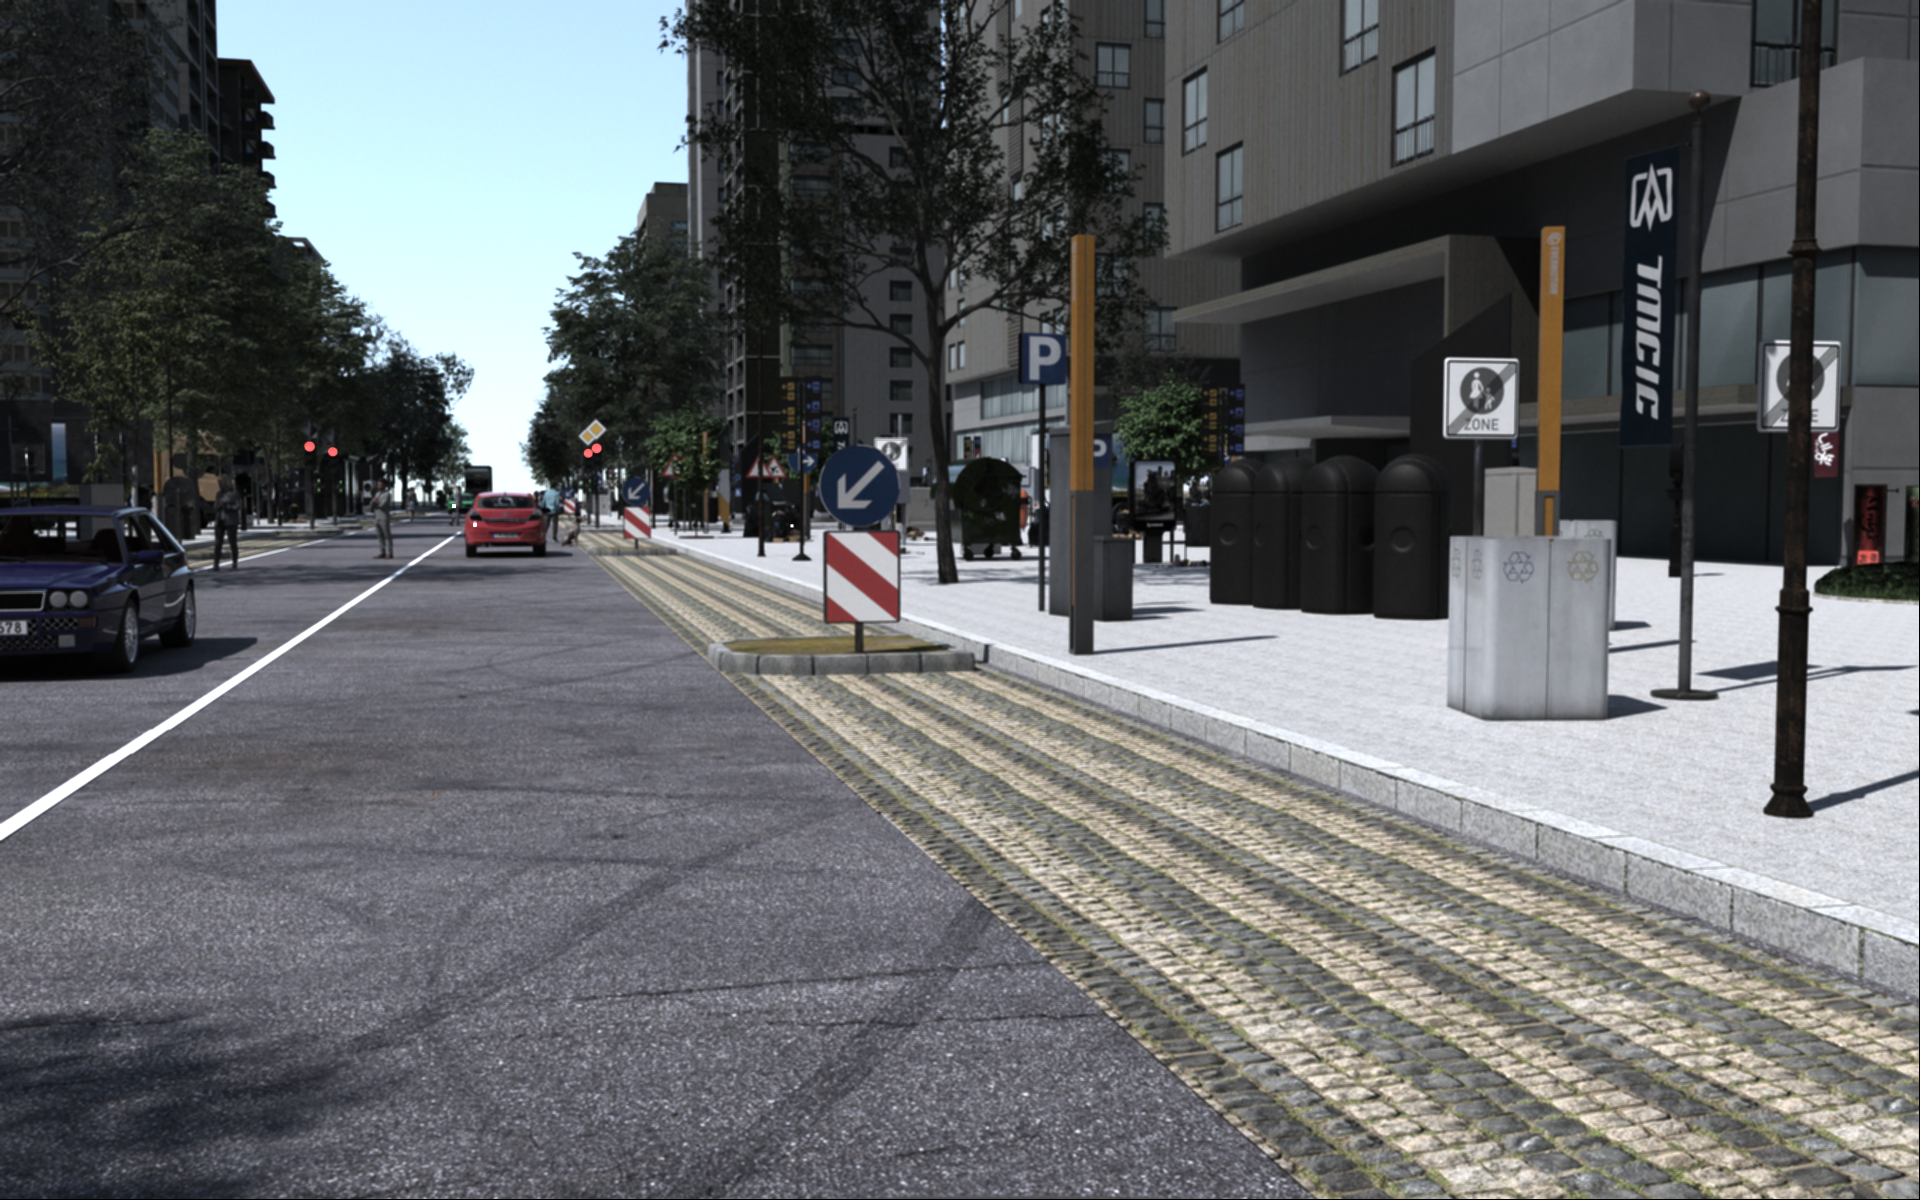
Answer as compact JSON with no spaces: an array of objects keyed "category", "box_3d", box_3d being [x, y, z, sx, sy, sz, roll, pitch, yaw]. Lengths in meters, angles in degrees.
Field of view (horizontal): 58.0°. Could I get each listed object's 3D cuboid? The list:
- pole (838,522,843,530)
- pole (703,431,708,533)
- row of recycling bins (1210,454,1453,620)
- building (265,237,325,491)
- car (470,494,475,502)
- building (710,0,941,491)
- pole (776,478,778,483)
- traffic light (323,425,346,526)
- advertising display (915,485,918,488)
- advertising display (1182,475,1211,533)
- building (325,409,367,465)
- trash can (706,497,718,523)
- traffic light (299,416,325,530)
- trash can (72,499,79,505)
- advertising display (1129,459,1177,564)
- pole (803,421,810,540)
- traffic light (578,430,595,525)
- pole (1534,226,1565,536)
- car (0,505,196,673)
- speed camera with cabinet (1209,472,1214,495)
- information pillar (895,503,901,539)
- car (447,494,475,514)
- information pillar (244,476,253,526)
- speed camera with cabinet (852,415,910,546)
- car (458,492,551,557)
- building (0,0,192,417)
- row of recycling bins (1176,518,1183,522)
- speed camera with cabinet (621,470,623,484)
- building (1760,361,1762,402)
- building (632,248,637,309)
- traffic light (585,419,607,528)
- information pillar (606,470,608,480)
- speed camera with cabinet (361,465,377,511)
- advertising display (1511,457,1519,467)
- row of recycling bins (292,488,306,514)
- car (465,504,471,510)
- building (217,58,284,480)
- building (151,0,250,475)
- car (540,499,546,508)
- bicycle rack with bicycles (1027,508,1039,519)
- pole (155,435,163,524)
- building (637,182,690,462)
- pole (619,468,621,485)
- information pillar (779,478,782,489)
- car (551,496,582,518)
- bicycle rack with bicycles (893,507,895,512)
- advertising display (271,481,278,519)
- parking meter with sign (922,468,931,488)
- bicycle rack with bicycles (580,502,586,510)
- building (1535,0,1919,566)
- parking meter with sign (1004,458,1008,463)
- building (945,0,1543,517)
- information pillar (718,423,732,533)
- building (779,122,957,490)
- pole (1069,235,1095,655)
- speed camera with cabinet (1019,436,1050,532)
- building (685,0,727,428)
[{"category":"pole","box_3d":[-4.292,-4.175,62.097,0.158,3.312,0.155,0,3,0]},{"category":"pole","box_3d":[-8.301,-3.831,56.486,0.158,3.312,0.155,0,3,0]},{"category":"row of recycling bins","box_3d":[4.003,-0.735,19.135,1.069,1.692,3.534,-2,4,-30]},{"category":"building","box_3d":[-102.392,-33.598,241.207,32.217,40.220,23.993,-1,4,-14]},{"category":"car","box_3d":[-42.247,-8.329,148.178,2.014,1.417,4.499,-1,4,-13]},{"category":"building","box_3d":[-14.224,-44.893,172.258,20.563,71.187,20.611,-1,4,-14]},{"category":"pole","box_3d":[-10.798,-6.626,102.184,0.158,3.312,0.155,0,3,0]},{"category":"traffic light","box_3d":[-25.259,-4.956,69.946,0.839,4.253,0.868,-1,4,-14]},{"category":"advertising display","box_3d":[-3.030,-7.045,120.403,0.123,1.923,0.974,0,4,6]},{"category":"advertising display","box_3d":[7.737,-3.152,56.742,0.974,1.923,0.123,2,4,32]},{"category":"building","box_3d":[-107.467,-25.883,268.233,27.650,21.520,28.899,-1,4,-14]},{"category":"trash can","box_3d":[-10.914,-3.935,75.998,0.748,1.137,0.748,0,3,0]},{"category":"traffic light","box_3d":[-23.286,-4.482,62.207,0.839,4.253,0.868,-1,4,-14]},{"category":"trash can","box_3d":[-23.569,-2.152,46.832,0.748,1.137,0.748,0,3,0]},{"category":"advertising display","box_3d":[3.568,-1.639,32.005,0.974,1.923,0.123,-2,4,-28]},{"category":"pole","box_3d":[-4.280,-3.324,48.195,0.158,3.312,0.155,0,3,0]},{"category":"traffic light","box_3d":[-15.561,-5.107,72.425,0.839,4.253,0.868,-1,4,-14]},{"category":"pole","box_3d":[4.535,-1.193,13.342,0.158,3.312,0.155,0,3,0]},{"category":"car","box_3d":[-7.772,-0.140,14.863,1.945,1.354,3.894,-1,4,-14]},{"category":"speed camera with cabinet","box_3d":[9.614,-4.528,68.370,0.660,3.252,2.038,1,4,18]},{"category":"information pillar","box_3d":[-1.695,-2.750,49.449,0.304,2.012,0.304,0,4,6]},{"category":"car","box_3d":[-35.510,-7.001,123.258,1.959,1.807,4.718,-1,4,-15]},{"category":"information pillar","box_3d":[-28.346,-3.940,68.914,0.304,2.012,0.304,-3,5,-43]},{"category":"speed camera with cabinet","box_3d":[-2.013,-3.021,43.725,0.660,3.252,2.038,-2,4,-33]},{"category":"car","box_3d":[-10.724,-1.943,40.811,2.155,1.783,4.494,-1,4,-15]},{"category":"building","box_3d":[-69.315,-26.334,122.443,32.217,40.220,23.993,-1,4,-14]},{"category":"row of recycling bins","box_3d":[9.969,-4.465,80.123,1.069,1.692,3.534,-2,4,-31]},{"category":"speed camera with cabinet","box_3d":[-27.349,-9.090,142.965,0.660,3.252,2.038,-3,5,-43]},{"category":"building","box_3d":[43.952,-25.962,108.066,14.086,41.232,14.154,-1,4,-14]},{"category":"building","box_3d":[-43.468,-38.968,291.747,22.147,44.769,28.867,-1,4,-14]},{"category":"traffic light","box_3d":[-13.588,-4.634,64.687,0.839,4.253,0.868,-1,4,-14]},{"category":"information pillar","box_3d":[-29.450,-9.397,145.001,0.504,3.616,0.183,3,4,38]},{"category":"speed camera with cabinet","box_3d":[-40.299,-7.474,116.532,2.038,3.252,0.660,1,4,15]},{"category":"advertising display","box_3d":[9.636,-1.552,30.588,0.123,1.923,0.974,0,4,-1]},{"category":"row of recycling bins","box_3d":[-42.248,-6.368,111.223,1.069,1.692,3.534,-1,4,-9]},{"category":"car","box_3d":[-16.694,-3.086,62.261,2.131,1.459,4.920,-1,4,-15]},{"category":"building","box_3d":[-79.457,-31.499,169.633,22.147,44.769,28.867,-1,4,-14]},{"category":"building","box_3d":[-71.458,-43.230,145.058,20.563,71.187,20.611,-1,4,-14]},{"category":"car","box_3d":[-35.690,-8.476,151.160,1.945,1.354,3.894,-1,4,-14]},{"category":"bicycle rack with bicycles","box_3d":[3.809,-4.046,79.536,2.925,0.926,2.852,-3,4,-38]},{"category":"pole","box_3d":[-27.697,-4.039,59.881,0.158,3.312,0.155,0,3,0]},{"category":"building","box_3d":[-37.896,-39.284,265.990,21.300,48.544,21.600,-1,4,-14]},{"category":"pole","box_3d":[-23.835,-7.790,121.217,0.158,3.312,0.155,0,3,0]},{"category":"information pillar","box_3d":[-15.152,-9.458,145.990,0.183,3.616,0.504,-2,4,-25]},{"category":"car","box_3d":[-23.683,-5.589,103.961,1.945,1.354,3.894,-1,4,-14]},{"category":"bicycle rack with bicycles","box_3d":[-4.068,-5.013,95.351,2.852,0.926,2.925,1,4,10]},{"category":"advertising display","box_3d":[-38.023,-5.561,96.136,0.123,1.923,0.974,-2,4,-33]},{"category":"parking meter with sign","box_3d":[-2.168,-7.187,113.763,0.543,3.016,1.738,0,4,-6]},{"category":"bicycle rack with bicycles","box_3d":[-29.397,-7.724,139.674,2.925,0.926,2.852,-3,5,-40]},{"category":"building","box_3d":[22.573,-27.820,44.104,28.713,52.752,27.495,-1,4,-14]},{"category":"parking meter with sign","box_3d":[1.427,-5.267,82.375,1.738,3.016,0.543,-3,4,-37]},{"category":"building","box_3d":[14.862,-31.563,105.295,27.495,52.752,28.713,-1,4,-14]},{"category":"information pillar","box_3d":[-7.769,-4.016,57.017,0.183,3.616,0.504,2,4,34]},{"category":"building","box_3d":[-7.569,-22.449,138.743,14.160,30.474,14.107,-1,4,-14]},{"category":"pole","box_3d":[0.971,-1.219,13.779,0.158,3.312,0.155,0,3,0]},{"category":"speed camera with cabinet","box_3d":[2.951,-3.929,58.573,2.038,3.252,0.660,2,4,33]},{"category":"building","box_3d":[-20.244,-40.053,196.871,21.231,58.520,28.212,-1,4,-14]}]
